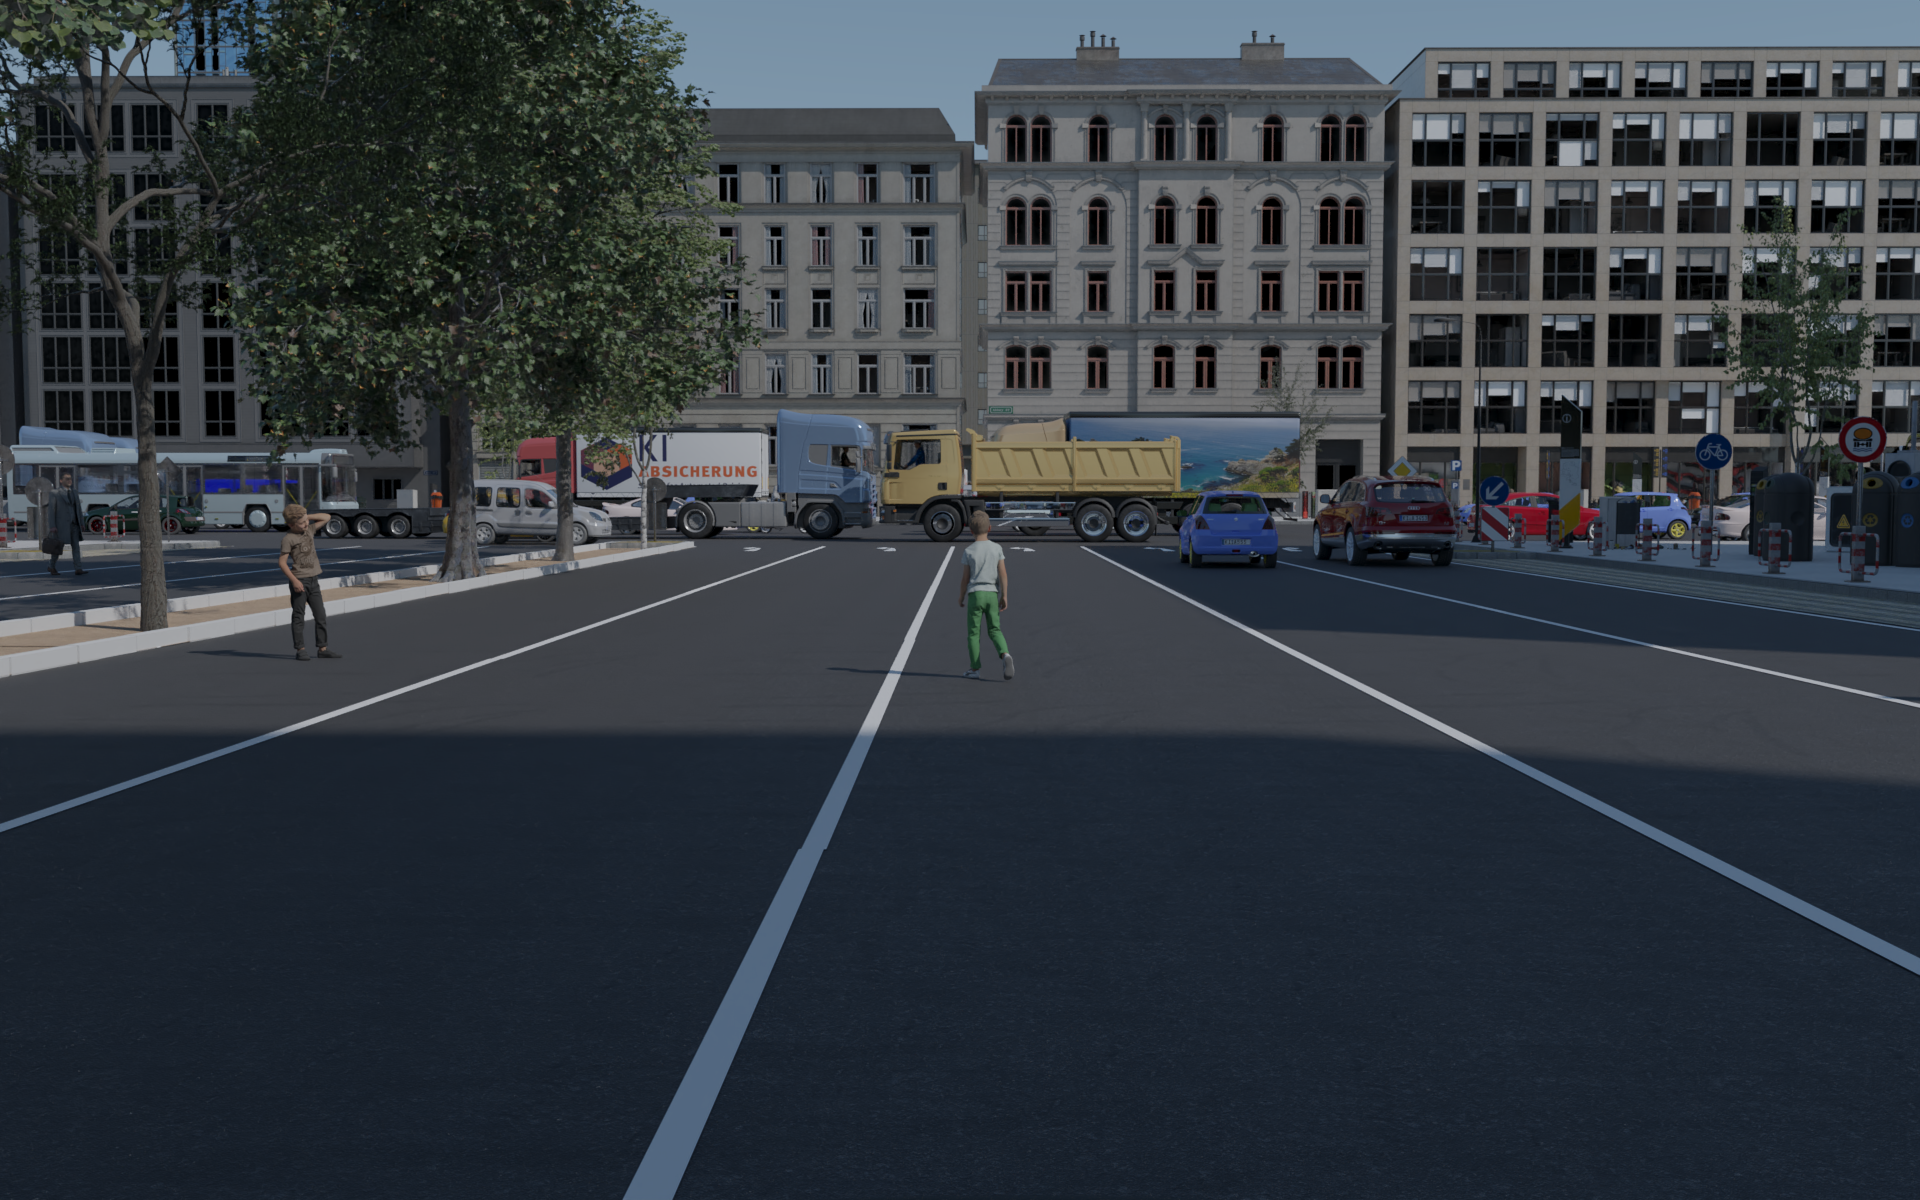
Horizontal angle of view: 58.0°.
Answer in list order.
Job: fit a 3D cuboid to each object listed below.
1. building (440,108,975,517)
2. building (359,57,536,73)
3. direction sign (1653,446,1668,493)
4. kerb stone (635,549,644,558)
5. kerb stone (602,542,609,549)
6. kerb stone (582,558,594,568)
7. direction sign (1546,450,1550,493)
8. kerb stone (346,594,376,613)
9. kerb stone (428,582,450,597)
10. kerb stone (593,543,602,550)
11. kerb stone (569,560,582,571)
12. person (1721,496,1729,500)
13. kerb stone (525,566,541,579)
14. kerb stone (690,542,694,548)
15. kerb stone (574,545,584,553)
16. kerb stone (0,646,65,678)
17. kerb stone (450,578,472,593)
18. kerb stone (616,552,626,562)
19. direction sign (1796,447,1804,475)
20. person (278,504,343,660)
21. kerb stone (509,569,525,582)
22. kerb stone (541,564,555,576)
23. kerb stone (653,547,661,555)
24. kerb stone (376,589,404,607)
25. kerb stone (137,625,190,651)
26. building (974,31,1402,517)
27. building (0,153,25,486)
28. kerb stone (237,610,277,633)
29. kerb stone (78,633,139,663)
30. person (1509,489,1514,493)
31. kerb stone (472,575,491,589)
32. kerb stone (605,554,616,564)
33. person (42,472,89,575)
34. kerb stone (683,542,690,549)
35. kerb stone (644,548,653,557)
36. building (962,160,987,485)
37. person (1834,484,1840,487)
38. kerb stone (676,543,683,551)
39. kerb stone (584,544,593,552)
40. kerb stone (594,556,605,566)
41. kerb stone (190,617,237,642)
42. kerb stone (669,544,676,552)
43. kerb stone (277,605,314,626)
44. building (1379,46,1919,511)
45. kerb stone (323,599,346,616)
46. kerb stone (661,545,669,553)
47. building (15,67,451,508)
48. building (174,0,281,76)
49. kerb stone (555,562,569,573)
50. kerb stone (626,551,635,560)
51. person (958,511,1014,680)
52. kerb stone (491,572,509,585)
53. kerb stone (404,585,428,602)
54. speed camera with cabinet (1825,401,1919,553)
[{"bbox_3d":[-14.156,-16.568,104.163,30.059,22.955,16.112,0,4,1],"label":"building"},{"bbox_3d":[-43.587,-28.578,150.850,14.154,41.232,14.086,0,4,1],"label":"building"},{"bbox_3d":[33.336,-5.535,82.501,0.876,3.537,0.379,-1,4,-22],"label":"direction sign"},{"bbox_3d":[-7.298,-1.018,38.879,0.120,0.150,1.000,0,4,1],"label":"kerb stone"},{"bbox_3d":[-9.333,-1.400,45.153,0.120,0.150,1.000,0,4,1],"label":"kerb stone"},{"bbox_3d":[-7.346,-0.702,33.722,0.120,0.150,1.000,0,4,1],"label":"kerb stone"},{"bbox_3d":[30.596,-6.008,90.232,0.379,3.537,0.876,2,4,28],"label":"direction sign"},{"bbox_3d":[-7.466,0.051,21.370,0.120,0.150,1.000,0,4,1],"label":"kerb stone"},{"bbox_3d":[-7.444,-0.132,24.455,0.120,0.150,1.000,0,4,1],"label":"kerb stone"},{"bbox_3d":[-9.347,-1.340,44.110,0.120,0.150,1.000,0,4,1],"label":"kerb stone"},{"bbox_3d":[-7.362,-0.642,32.694,0.120,0.150,1.000,0,4,1],"label":"kerb stone"},{"bbox_3d":[33.024,-3.816,74.793,0.435,1.345,0.340,3,5,42],"label":"person"},{"bbox_3d":[-7.383,-0.452,29.593,0.120,0.150,1.000,0,4,1],"label":"kerb stone"},{"bbox_3d":[-7.226,-1.462,46.098,0.120,0.150,1.000,0,4,1],"label":"kerb stone"},{"bbox_3d":[-9.364,-1.209,42.049,0.120,0.150,1.000,0,4,1],"label":"kerb stone"},{"bbox_3d":[-7.541,0.494,14.168,0.120,0.150,1.000,0,4,1],"label":"kerb stone"},{"bbox_3d":[-7.423,-0.195,25.482,0.120,0.150,1.000,0,4,1],"label":"kerb stone"},{"bbox_3d":[-7.318,-0.894,36.819,0.120,0.150,1.000,0,4,1],"label":"kerb stone"},{"bbox_3d":[40.606,-5.615,83.805,0.379,3.537,0.876,0,4,6],"label":"direction sign"},{"bbox_3d":[-5.625,-0.158,14.990,0.340,1.345,0.435,1,4,20],"label":"person"},{"bbox_3d":[-7.401,-0.390,28.565,0.120,0.150,1.000,0,4,1],"label":"kerb stone"},{"bbox_3d":[-7.380,-0.515,30.621,0.120,0.150,1.000,0,4,1],"label":"kerb stone"},{"bbox_3d":[-7.284,-1.145,40.935,0.120,0.150,1.000,0,4,1],"label":"kerb stone"},{"bbox_3d":[-7.456,-0.009,22.398,0.120,0.150,1.000,0,4,1],"label":"kerb stone"},{"bbox_3d":[-7.529,0.365,16.229,0.120,0.150,1.000,0,4,1],"label":"kerb stone"},{"bbox_3d":[12.642,-19.299,102.926,23.554,28.519,14.401,0,4,1],"label":"building"},{"bbox_3d":[-68.940,-17.447,104.333,30.058,24.678,14.314,0,4,1],"label":"building"},{"bbox_3d":[-7.500,0.240,18.286,0.120,0.150,1.000,0,4,1],"label":"kerb stone"},{"bbox_3d":[-7.530,0.429,15.201,0.120,0.150,1.000,0,4,1],"label":"kerb stone"},{"bbox_3d":[18.387,-2.908,57.859,0.589,1.601,0.330,1,4,10],"label":"person"},{"bbox_3d":[-7.419,-0.258,26.510,0.120,0.150,1.000,0,4,1],"label":"kerb stone"},{"bbox_3d":[-7.332,-0.831,35.784,0.120,0.150,1.000,0,4,1],"label":"kerb stone"},{"bbox_3d":[-15.790,-1.346,30.605,0.767,1.812,0.694,2,4,27],"label":"person"},{"bbox_3d":[-7.237,-1.399,45.064,0.120,0.150,1.000,0,4,1],"label":"kerb stone"},{"bbox_3d":[-7.286,-1.083,39.907,0.120,0.150,1.000,0,4,1],"label":"kerb stone"},{"bbox_3d":[3.748,-41.594,269.305,27.495,52.752,28.713,0,4,1],"label":"building"},{"bbox_3d":[31.179,-3.242,61.683,0.511,1.800,0.466,0,4,-6],"label":"person"},{"bbox_3d":[-7.240,-1.331,44.030,0.120,0.150,1.000,0,4,1],"label":"kerb stone"},{"bbox_3d":[-9.357,-1.277,43.077,0.120,0.150,1.000,0,4,1],"label":"kerb stone"},{"bbox_3d":[-7.337,-0.767,34.751,0.120,0.150,1.000,0,4,1],"label":"kerb stone"},{"bbox_3d":[-7.504,0.302,17.259,0.120,0.150,1.000,0,4,1],"label":"kerb stone"},{"bbox_3d":[-7.261,-1.272,43.000,0.120,0.150,1.000,0,4,1],"label":"kerb stone"},{"bbox_3d":[-7.486,0.177,19.314,0.120,0.150,1.000,0,4,1],"label":"kerb stone"},{"bbox_3d":[41.527,-18.452,106.208,34.151,26.468,19.350,0,4,1],"label":"building"},{"bbox_3d":[-7.479,0.113,20.342,0.120,0.150,1.000,0,4,1],"label":"kerb stone"},{"bbox_3d":[-7.259,-1.205,41.972,0.120,0.150,1.000,0,4,1],"label":"kerb stone"},{"bbox_3d":[-41.478,-18.977,103.779,24.014,27.812,14.314,0,4,1],"label":"building"},{"bbox_3d":[-66.320,-53.001,179.242,31.000,86.520,22.319,0,4,1],"label":"building"},{"bbox_3d":[-7.364,-0.578,31.659,0.120,0.150,1.000,0,4,1],"label":"kerb stone"},{"bbox_3d":[-7.307,-0.954,37.852,0.120,0.150,1.000,0,4,1],"label":"kerb stone"},{"bbox_3d":[0.202,-0.037,13.349,0.306,1.304,0.590,-2,4,-32],"label":"person"},{"bbox_3d":[-7.410,-0.327,27.538,0.120,0.150,1.000,0,4,1],"label":"kerb stone"},{"bbox_3d":[-7.451,-0.075,23.425,0.120,0.150,1.000,0,4,1],"label":"kerb stone"},{"bbox_3d":[19.789,-2.633,37.378,0.660,3.252,2.038,-2,4,-27],"label":"speed camera with cabinet"}]
